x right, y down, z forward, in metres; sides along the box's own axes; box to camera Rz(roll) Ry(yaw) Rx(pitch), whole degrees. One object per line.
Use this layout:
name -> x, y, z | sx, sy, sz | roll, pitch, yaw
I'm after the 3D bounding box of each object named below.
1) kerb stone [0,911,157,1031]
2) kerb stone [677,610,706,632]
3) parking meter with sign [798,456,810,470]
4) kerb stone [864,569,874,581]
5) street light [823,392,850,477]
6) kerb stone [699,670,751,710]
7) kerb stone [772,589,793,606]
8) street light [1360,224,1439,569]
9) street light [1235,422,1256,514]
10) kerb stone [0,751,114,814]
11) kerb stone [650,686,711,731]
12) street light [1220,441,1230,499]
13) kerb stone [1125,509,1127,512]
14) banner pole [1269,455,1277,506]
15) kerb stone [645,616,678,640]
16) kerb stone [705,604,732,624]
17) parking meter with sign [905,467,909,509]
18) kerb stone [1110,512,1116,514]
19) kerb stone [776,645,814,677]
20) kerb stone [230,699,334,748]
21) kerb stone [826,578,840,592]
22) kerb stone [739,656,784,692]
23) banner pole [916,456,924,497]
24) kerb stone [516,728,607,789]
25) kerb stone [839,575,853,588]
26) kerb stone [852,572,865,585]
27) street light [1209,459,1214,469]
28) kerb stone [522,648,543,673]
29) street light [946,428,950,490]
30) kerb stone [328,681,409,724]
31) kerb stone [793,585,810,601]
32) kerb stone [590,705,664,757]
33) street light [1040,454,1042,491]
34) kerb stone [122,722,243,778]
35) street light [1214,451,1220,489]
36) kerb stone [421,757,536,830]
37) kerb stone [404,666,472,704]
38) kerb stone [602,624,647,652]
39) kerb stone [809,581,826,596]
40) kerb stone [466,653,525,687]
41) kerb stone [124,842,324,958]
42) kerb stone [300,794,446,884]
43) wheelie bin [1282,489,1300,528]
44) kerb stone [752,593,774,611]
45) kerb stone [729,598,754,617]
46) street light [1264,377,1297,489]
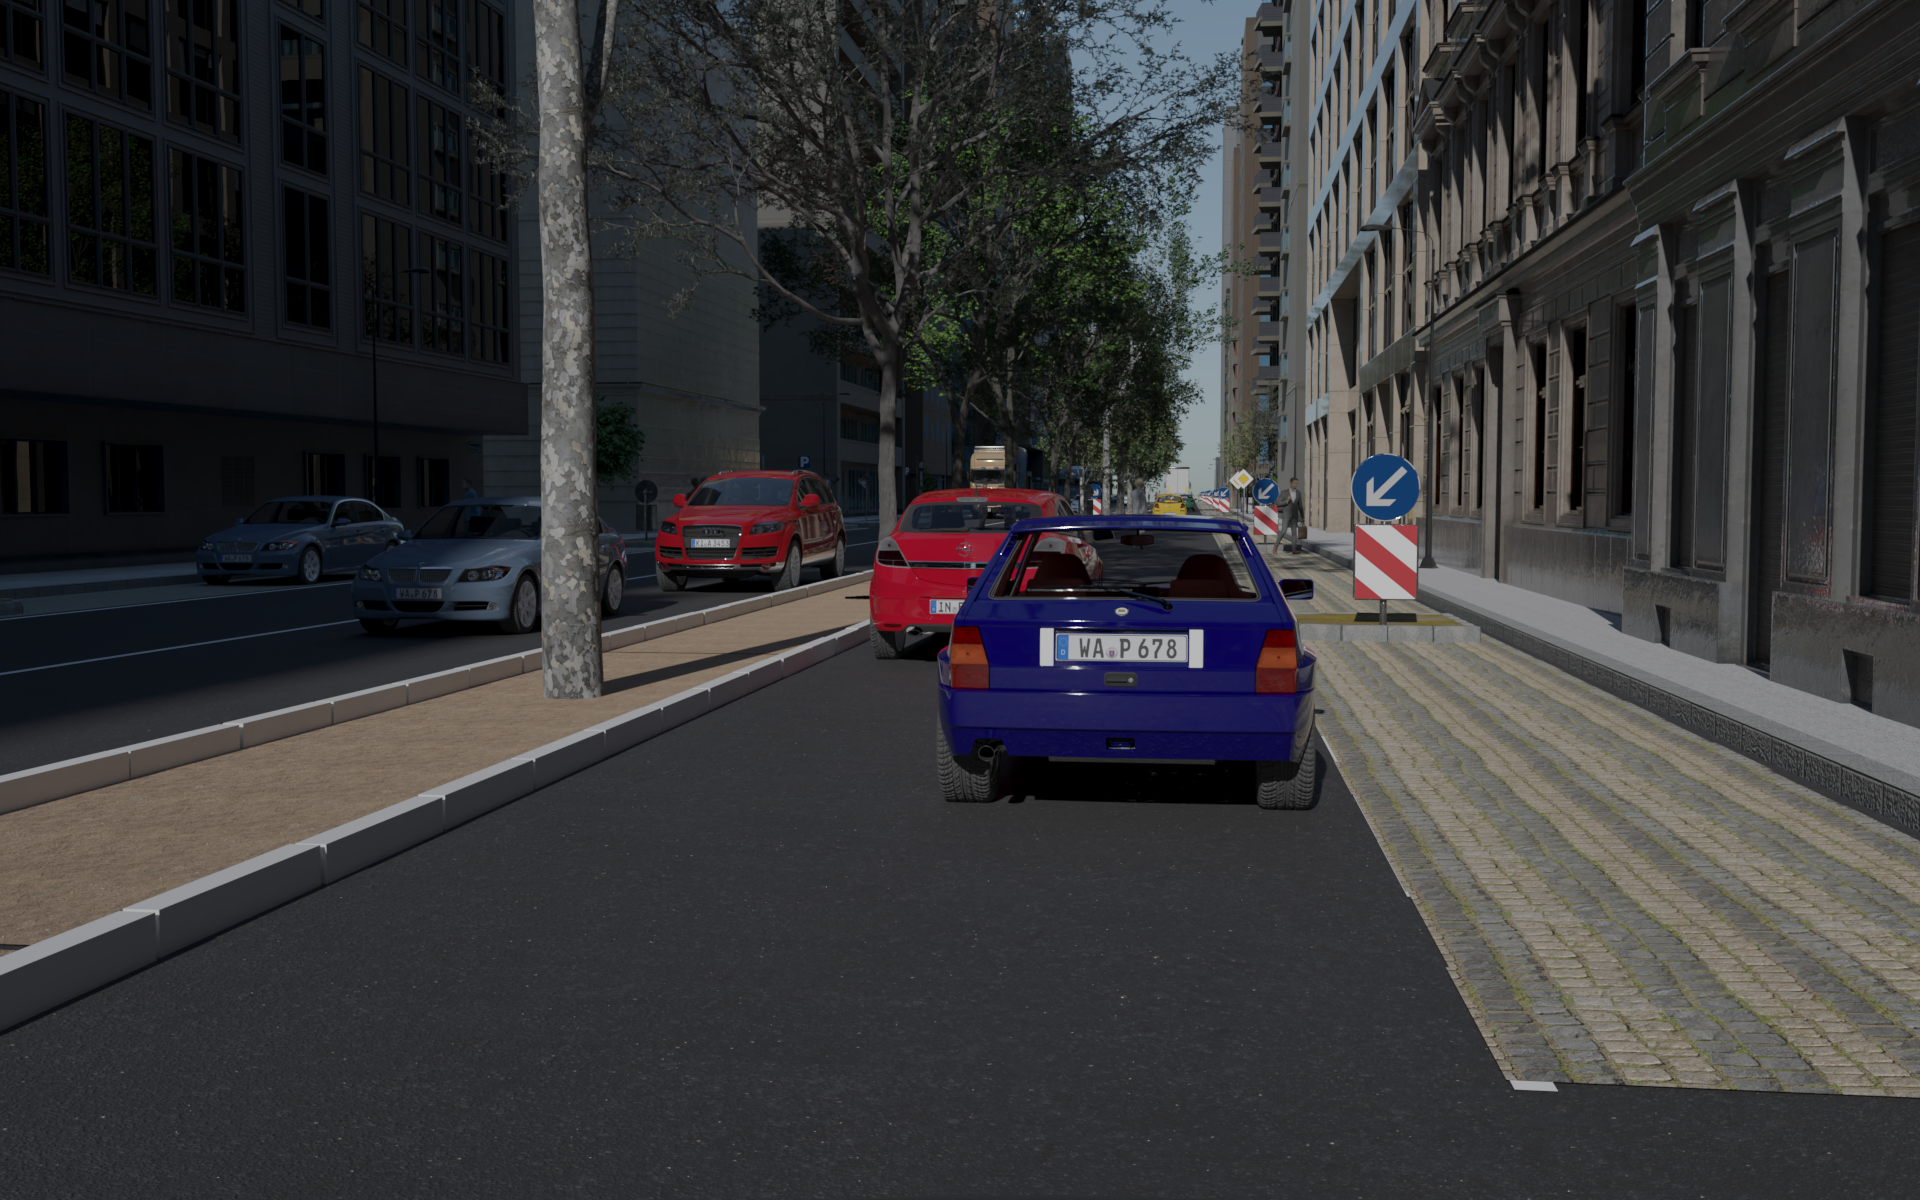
kerb stone -> -2.592, 1.062, 4.827 | 0.120, 0.150, 1.000 | 0, 4, 8
kerb stone -> -2.913, 0.237, 18.327 | 0.120, 0.150, 1.000 | 0, 4, 8
parking meter with sign -> -7.459, -5.116, 79.909 | 0.543, 3.016, 1.738 | -2, 4, -25
kerb stone -> -1.561, -0.385, 28.490 | 0.120, 0.150, 1.000 | 0, 4, 8
street light -> -5.696, -6.531, 79.326 | 1.470, 5.913, 1.316 | 0, 4, 8
kerb stone -> -1.648, 0.628, 11.966 | 0.120, 0.150, 1.000 | 0, 4, 8
kerb stone -> -2.368, -0.012, 22.388 | 0.120, 0.150, 1.000 | 0, 4, 8
street light -> 7.568, -3.506, 29.872 | 1.470, 5.913, 1.316 | 0, 4, 8
street light -> 18.515, -8.524, 111.903 | 1.470, 5.913, 1.316 | 0, 4, 8
kerb stone -> -4.269, 0.859, 8.149 | 0.120, 0.150, 1.000 | 0, 4, 8
kerb stone -> -1.783, 0.691, 10.938 | 0.120, 0.150, 1.000 | 0, 4, 8
street light -> 23.703, -10.934, 151.305 | 1.470, 5.913, 1.316 | 0, 4, 8
kerb stone -> 14.506, -7.752, 148.932 | 0.120, 0.150, 1.000 | 0, 4, 8
banner pole -> 20.002, -7.372, 110.546 | 0.401, 3.779, 0.863 | -2, 4, -35
kerb stone -> -3.045, 0.299, 17.311 | 0.120, 0.150, 1.000 | 0, 4, 8
kerb stone -> -2.768, 0.178, 19.348 | 0.120, 0.150, 1.000 | 0, 4, 8
parking meter with sign -> -4.154, -7.079, 112.007 | 1.738, 3.016, 0.543 | 2, 4, 30
kerb stone -> 10.712, -6.012, 120.490 | 0.120, 0.150, 1.000 | 0, 4, 8
kerb stone -> -1.369, 0.501, 14.003 | 0.120, 0.150, 1.000 | 0, 4, 8
kerb stone -> -4.000, 0.735, 10.186 | 0.120, 0.150, 1.000 | 0, 4, 8
kerb stone -> -1.960, -0.199, 25.445 | 0.120, 0.150, 1.000 | 0, 4, 8
kerb stone -> -1.513, 0.564, 12.979 | 0.120, 0.150, 1.000 | 0, 4, 8
banner pole -> -2.642, -7.548, 113.425 | 0.401, 3.779, 0.863 | 3, 5, 43
kerb stone -> -2.052, 0.813, 8.898 | 0.120, 0.150, 1.000 | 0, 4, 8
kerb stone -> -1.823, -0.261, 26.462 | 0.120, 0.150, 1.000 | 0, 4, 8
kerb stone -> -1.696, -0.318, 27.477 | 0.120, 0.150, 1.000 | 0, 4, 8
street light -> 33.818, -15.575, 227.193 | 1.470, 5.913, 1.316 | 0, 4, 8
kerb stone -> -3.454, 0.486, 14.252 | 0.120, 0.150, 1.000 | 0, 4, 8
street light -> -0.377, -8.934, 118.611 | 1.470, 5.913, 1.316 | 0, 4, 8
kerb stone -> -3.861, 0.673, 11.199 | 0.120, 0.150, 1.000 | 0, 4, 8
kerb stone -> -2.237, -0.071, 23.416 | 0.120, 0.150, 1.000 | 0, 4, 8
kerb stone -> -1.920, 0.751, 9.918 | 0.120, 0.150, 1.000 | 0, 4, 8
street light -> 9.598, -13.588, 194.711 | 1.470, 5.913, 1.316 | 0, 4, 8
kerb stone -> -4.139, 0.799, 9.163 | 0.120, 0.150, 1.000 | 0, 4, 8
street light -> 28.705, -13.199, 188.338 | 1.470, 5.913, 1.316 | 0, 4, 8
kerb stone -> -2.187, 0.875, 7.882 | 0.120, 0.150, 1.000 | 0, 4, 8
kerb stone -> -3.724, 0.610, 12.219 | 0.120, 0.150, 1.000 | 0, 4, 8
kerb stone -> -3.182, 0.364, 16.293 | 0.120, 0.150, 1.000 | 0, 4, 8
kerb stone -> -2.093, -0.137, 24.429 | 0.120, 0.150, 1.000 | 0, 4, 8
kerb stone -> -3.596, 0.548, 13.237 | 0.120, 0.150, 1.000 | 0, 4, 8
kerb stone -> -2.463, 1.000, 5.848 | 0.120, 0.150, 1.000 | 0, 4, 8
kerb stone -> -2.319, 0.940, 6.862 | 0.120, 0.150, 1.000 | 0, 4, 8
wheelie bin -> 12.611, -3.557, 66.061 | 0.693, 1.594, 0.980 | 0, 4, 5
kerb stone -> -2.509, 0.053, 21.376 | 0.120, 0.150, 1.000 | 0, 4, 8
kerb stone -> -2.639, 0.112, 20.362 | 0.120, 0.150, 1.000 | 0, 4, 8
street light -> 12.781, -5.892, 68.878 | 1.470, 5.913, 1.316 | 0, 4, 8
